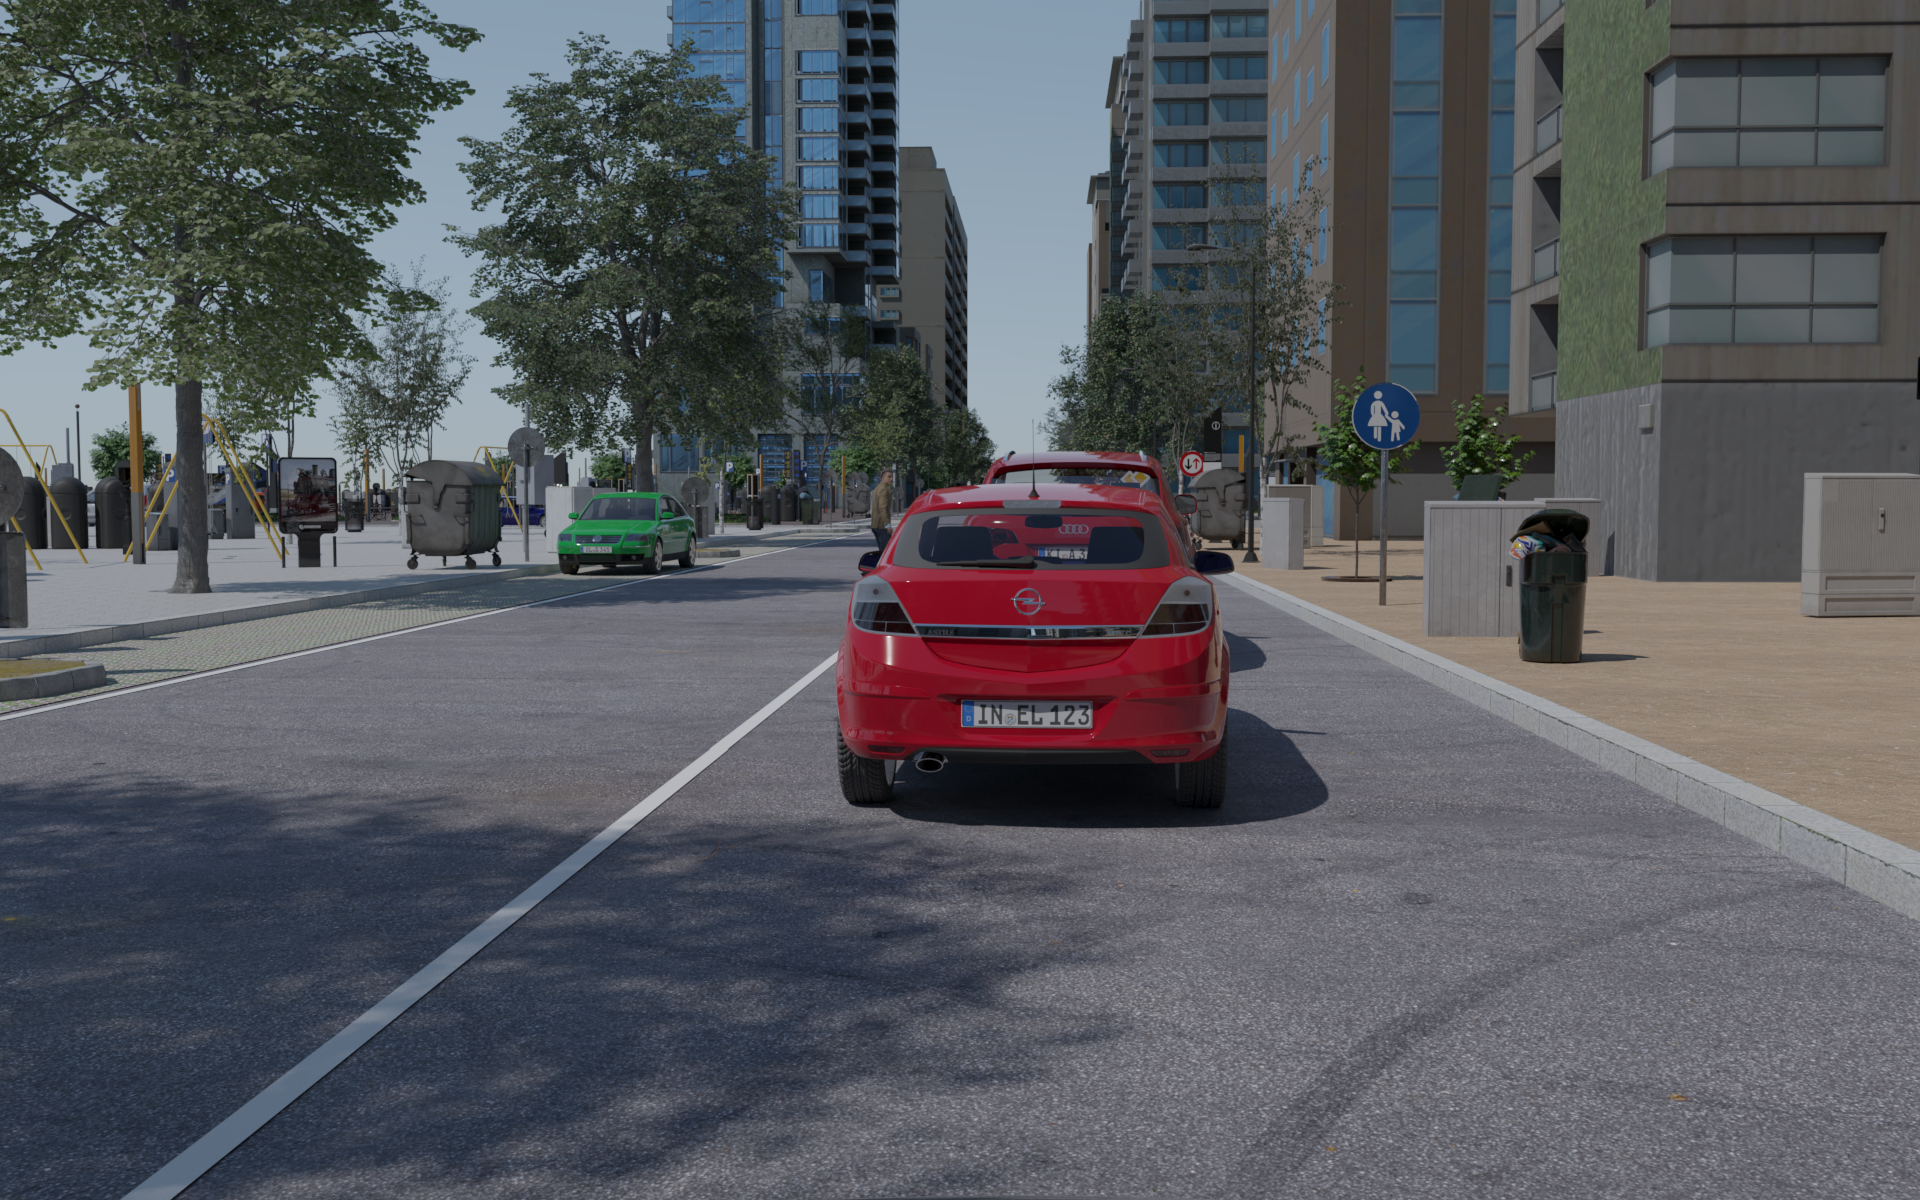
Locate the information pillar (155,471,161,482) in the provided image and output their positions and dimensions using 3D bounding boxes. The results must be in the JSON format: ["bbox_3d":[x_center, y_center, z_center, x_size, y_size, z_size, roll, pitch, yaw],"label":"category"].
[{"bbox_3d":[-60.796,-8.562,131.335,0.504,3.616,0.183,1,4,23],"label":"information pillar"}]

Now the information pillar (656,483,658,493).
[{"bbox_3d":[-19.441,-6.481,110.448,0.304,2.012,0.304,2,4,27],"label":"information pillar"}]

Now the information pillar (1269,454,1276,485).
[{"bbox_3d":[15.266,-5.679,84.205,0.504,3.616,0.183,2,4,28],"label":"information pillar"}]

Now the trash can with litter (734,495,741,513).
[{"bbox_3d":[-13.821,-6.138,111.406,2.233,1.210,1.678,-3,5,-44],"label":"trash can with litter"}]

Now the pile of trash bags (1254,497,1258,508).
[{"bbox_3d":[21.599,-7.292,128.982,1.912,1.369,3.447,-1,4,-18],"label":"pile of trash bags"}]

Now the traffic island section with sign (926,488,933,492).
[{"bbox_3d":[-2.045,-6.935,122.022,1.989,1.847,2.006,0,4,3],"label":"traffic island section with sign"}]

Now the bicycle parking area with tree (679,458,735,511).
[{"bbox_3d":[-19.065,-9.028,134.611,9.016,4.147,8.231,-1,4,-21],"label":"bicycle parking area with tree"}]

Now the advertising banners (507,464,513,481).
[{"bbox_3d":[-25.937,-6.451,101.661,0.090,3.025,2.074,1,4,20],"label":"advertising banners"}]

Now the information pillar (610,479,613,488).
[{"bbox_3d":[-16.975,-4.852,83.830,0.304,2.012,0.304,0,4,-7],"label":"information pillar"}]

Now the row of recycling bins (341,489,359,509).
[{"bbox_3d":[-51.380,-8.682,149.062,3.534,1.692,1.069,-2,4,-27],"label":"row of recycling bins"}]

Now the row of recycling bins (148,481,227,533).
[{"bbox_3d":[-24.948,-3.008,56.298,1.069,1.692,3.534,1,4,17],"label":"row of recycling bins"}]

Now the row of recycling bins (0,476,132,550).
[{"bbox_3d":[-21.215,-2.036,40.398,3.534,1.692,1.069,-1,4,-15],"label":"row of recycling bins"}]

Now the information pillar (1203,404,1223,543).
[{"bbox_3d":[6.627,-3.303,45.362,0.504,3.616,0.183,1,4,19],"label":"information pillar"}]

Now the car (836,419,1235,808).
[{"bbox_3d":[0.449,-0.025,9.451,2.155,1.783,4.494,0,4,4],"label":"car"}]

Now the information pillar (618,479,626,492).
[{"bbox_3d":[-16.442,-4.891,84.456,0.304,2.012,0.304,1,4,17],"label":"information pillar"}]

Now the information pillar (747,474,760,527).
[{"bbox_3d":[-7.659,-3.647,64.115,0.304,2.012,0.304,-3,5,-43],"label":"information pillar"}]

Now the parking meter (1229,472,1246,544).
[{"bbox_3d":[7.179,-2.391,44.807,0.399,1.863,0.255,-2,4,-30],"label":"parking meter"}]

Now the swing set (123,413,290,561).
[{"bbox_3d":[-15.081,-2.273,34.788,2.862,2.851,3.119,-1,4,-19],"label":"swing set"}]

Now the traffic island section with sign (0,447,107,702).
[{"bbox_3d":[-7.392,-0.236,12.486,1.989,1.847,2.006,0,4,3],"label":"traffic island section with sign"}]

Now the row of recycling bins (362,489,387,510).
[{"bbox_3d":[-43.865,-7.639,132.017,1.069,1.692,3.534,2,4,26],"label":"row of recycling bins"}]

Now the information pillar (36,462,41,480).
[{"bbox_3d":[-66.717,-8.201,125.435,0.183,3.616,0.504,0,4,5],"label":"information pillar"}]

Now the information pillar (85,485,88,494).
[{"bbox_3d":[-69.523,-8.146,137.684,0.304,2.012,0.304,3,5,44],"label":"information pillar"}]

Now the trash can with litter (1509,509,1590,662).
[{"bbox_3d":[4.522,-0.128,13.488,0.624,1.170,1.055,1,4,9],"label":"trash can with litter"}]

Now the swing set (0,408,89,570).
[{"bbox_3d":[-17.200,-1.999,30.312,2.862,2.851,3.119,-1,4,-13],"label":"swing set"}]

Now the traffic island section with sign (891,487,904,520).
[{"bbox_3d":[-3.365,-5.289,95.099,1.989,1.847,2.006,0,4,3],"label":"traffic island section with sign"}]

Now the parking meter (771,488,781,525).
[{"bbox_3d":[-7.639,-3.885,71.928,0.372,1.533,0.369,0,3,0],"label":"parking meter"}]

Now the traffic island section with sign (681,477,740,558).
[{"bbox_3d":[-6.069,-1.883,39.409,1.989,1.847,2.006,0,4,3],"label":"traffic island section with sign"}]

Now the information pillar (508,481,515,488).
[{"bbox_3d":[-25.074,-5.647,96.822,0.304,2.012,0.304,-3,5,-43],"label":"information pillar"}]

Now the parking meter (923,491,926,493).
[{"bbox_3d":[-3.011,-8.542,148.066,0.372,1.533,0.369,0,3,0],"label":"parking meter"}]

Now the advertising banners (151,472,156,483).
[{"bbox_3d":[-64.243,-8.574,136.371,2.074,3.025,0.090,0,4,-3],"label":"advertising banners"}]

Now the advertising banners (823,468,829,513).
[{"bbox_3d":[-8.918,-7.297,115.497,0.090,3.025,2.074,-1,4,-15],"label":"advertising banners"}]

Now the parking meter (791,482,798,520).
[{"bbox_3d":[-8.162,-4.874,85.397,0.255,1.863,0.399,-2,4,-25],"label":"parking meter"}]

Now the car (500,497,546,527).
[{"bbox_3d":[-17.515,-3.478,69.448,3.894,1.354,1.945,0,4,2],"label":"car"}]

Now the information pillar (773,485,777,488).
[{"bbox_3d":[-15.404,-8.540,144.114,0.304,2.012,0.304,0,4,1],"label":"information pillar"}]

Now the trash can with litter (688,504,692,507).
[{"bbox_3d":[-17.671,-6.178,112.062,1.678,1.210,2.233,0,4,4],"label":"trash can with litter"}]

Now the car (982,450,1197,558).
[{"bbox_3d":[1.081,-0.450,16.023,2.281,1.827,5.304,0,4,4],"label":"car"}]

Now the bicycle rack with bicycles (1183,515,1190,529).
[{"bbox_3d":[8.097,-2.902,60.831,2.925,0.926,2.852,0,4,2],"label":"bicycle rack with bicycles"}]

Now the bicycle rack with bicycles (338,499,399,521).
[{"bbox_3d":[-28.722,-4.338,84.309,2.925,0.926,2.852,0,4,-1],"label":"bicycle rack with bicycles"}]

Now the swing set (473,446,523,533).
[{"bbox_3d":[-15.240,-3.689,57.937,2.862,2.851,3.119,1,4,11],"label":"swing set"}]

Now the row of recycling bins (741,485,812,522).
[{"bbox_3d":[-8.485,-4.531,81.194,3.534,1.692,1.069,0,4,-6],"label":"row of recycling bins"}]

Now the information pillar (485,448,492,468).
[{"bbox_3d":[-23.271,-5.757,85.475,0.504,3.616,0.183,3,5,42],"label":"information pillar"}]

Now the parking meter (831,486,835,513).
[{"bbox_3d":[-8.772,-6.960,119.500,0.255,1.863,0.399,-1,4,-16],"label":"parking meter"}]

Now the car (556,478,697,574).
[{"bbox_3d":[-6.128,-1.429,32.166,1.959,1.807,4.718,0,4,4],"label":"car"}]

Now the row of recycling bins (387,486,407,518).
[{"bbox_3d":[-30.028,-5.261,93.130,1.069,1.692,3.534,-1,4,-21],"label":"row of recycling bins"}]

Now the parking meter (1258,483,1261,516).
[{"bbox_3d":[15.649,-5.140,89.745,0.399,1.863,0.255,1,4,16],"label":"parking meter"}]

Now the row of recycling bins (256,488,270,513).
[{"bbox_3d":[-43.917,-6.276,109.731,3.534,1.692,1.069,2,4,33],"label":"row of recycling bins"}]
